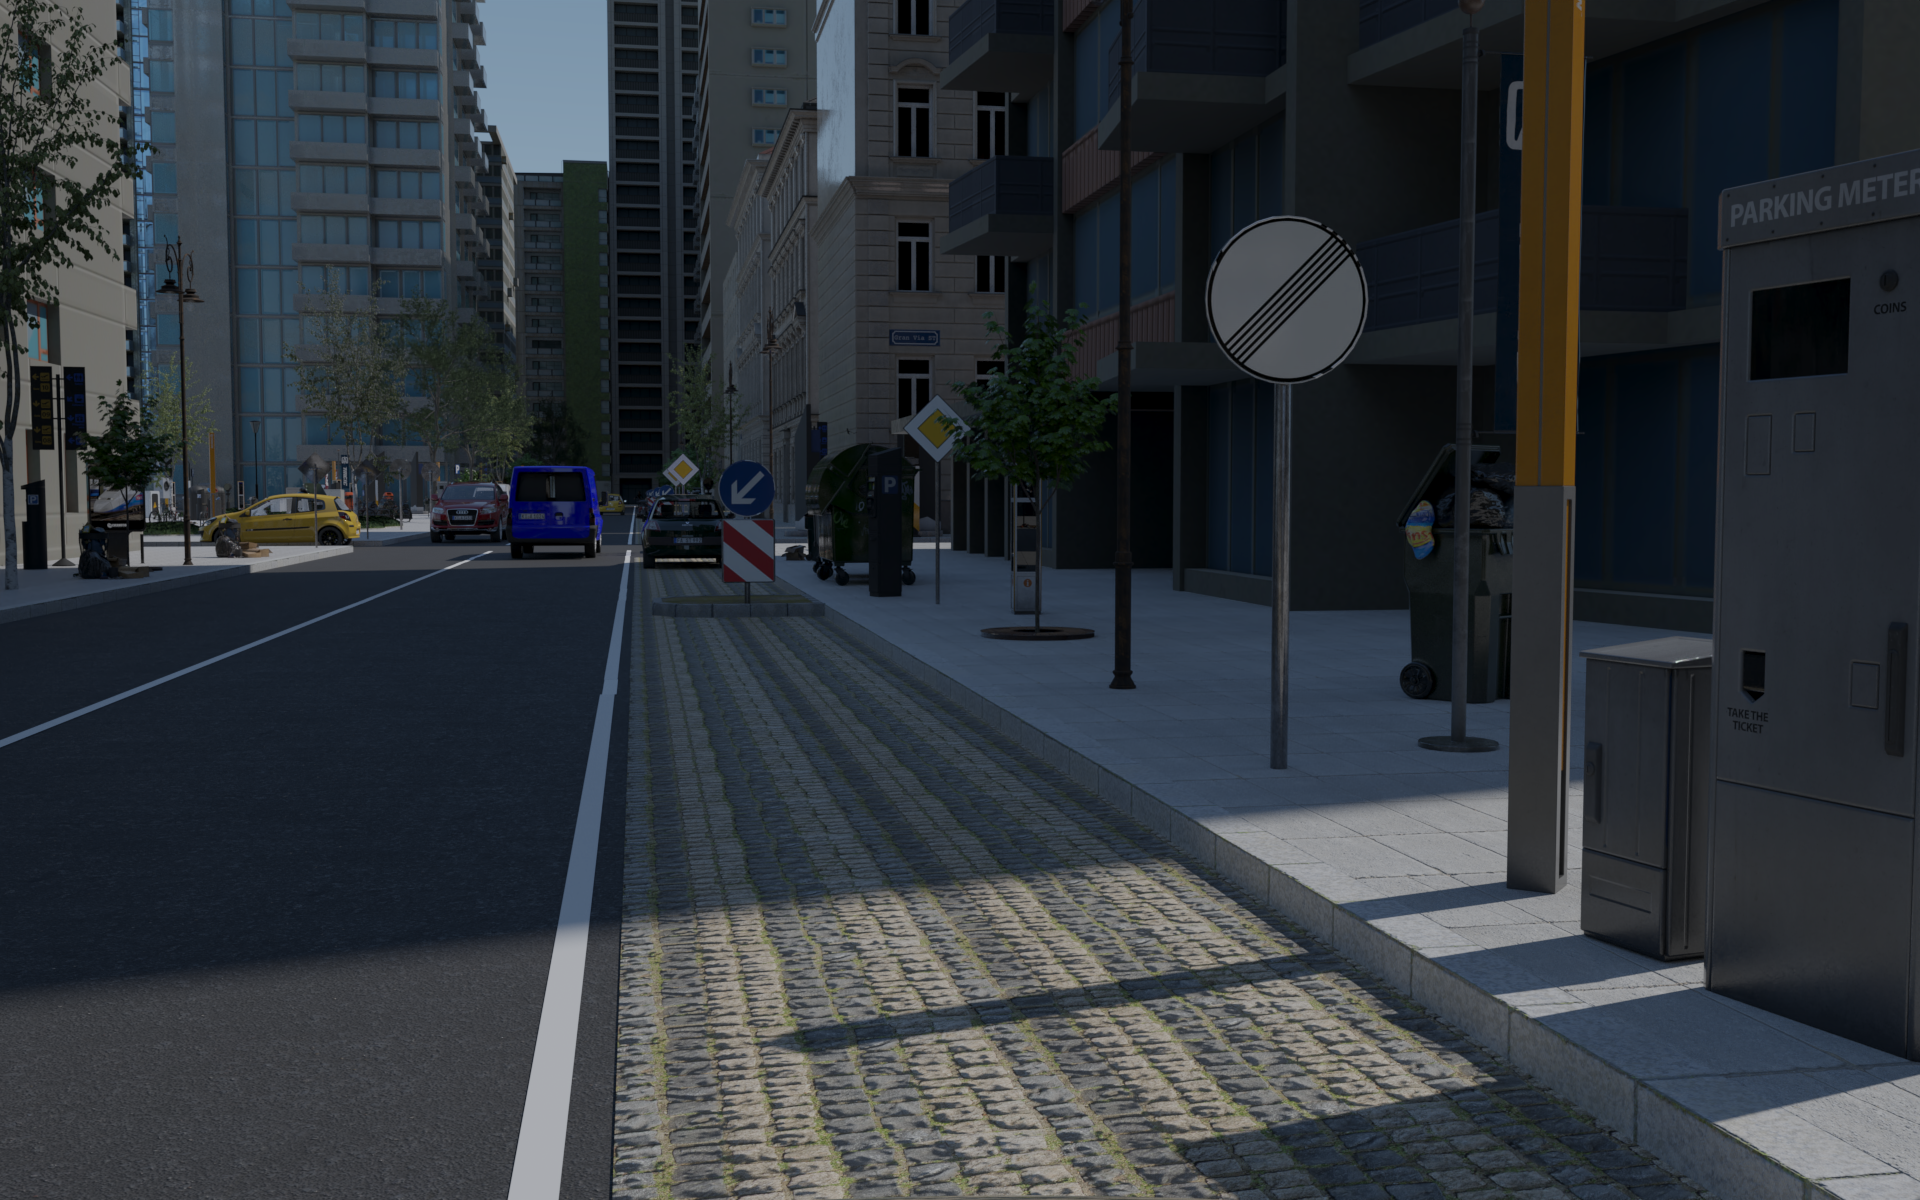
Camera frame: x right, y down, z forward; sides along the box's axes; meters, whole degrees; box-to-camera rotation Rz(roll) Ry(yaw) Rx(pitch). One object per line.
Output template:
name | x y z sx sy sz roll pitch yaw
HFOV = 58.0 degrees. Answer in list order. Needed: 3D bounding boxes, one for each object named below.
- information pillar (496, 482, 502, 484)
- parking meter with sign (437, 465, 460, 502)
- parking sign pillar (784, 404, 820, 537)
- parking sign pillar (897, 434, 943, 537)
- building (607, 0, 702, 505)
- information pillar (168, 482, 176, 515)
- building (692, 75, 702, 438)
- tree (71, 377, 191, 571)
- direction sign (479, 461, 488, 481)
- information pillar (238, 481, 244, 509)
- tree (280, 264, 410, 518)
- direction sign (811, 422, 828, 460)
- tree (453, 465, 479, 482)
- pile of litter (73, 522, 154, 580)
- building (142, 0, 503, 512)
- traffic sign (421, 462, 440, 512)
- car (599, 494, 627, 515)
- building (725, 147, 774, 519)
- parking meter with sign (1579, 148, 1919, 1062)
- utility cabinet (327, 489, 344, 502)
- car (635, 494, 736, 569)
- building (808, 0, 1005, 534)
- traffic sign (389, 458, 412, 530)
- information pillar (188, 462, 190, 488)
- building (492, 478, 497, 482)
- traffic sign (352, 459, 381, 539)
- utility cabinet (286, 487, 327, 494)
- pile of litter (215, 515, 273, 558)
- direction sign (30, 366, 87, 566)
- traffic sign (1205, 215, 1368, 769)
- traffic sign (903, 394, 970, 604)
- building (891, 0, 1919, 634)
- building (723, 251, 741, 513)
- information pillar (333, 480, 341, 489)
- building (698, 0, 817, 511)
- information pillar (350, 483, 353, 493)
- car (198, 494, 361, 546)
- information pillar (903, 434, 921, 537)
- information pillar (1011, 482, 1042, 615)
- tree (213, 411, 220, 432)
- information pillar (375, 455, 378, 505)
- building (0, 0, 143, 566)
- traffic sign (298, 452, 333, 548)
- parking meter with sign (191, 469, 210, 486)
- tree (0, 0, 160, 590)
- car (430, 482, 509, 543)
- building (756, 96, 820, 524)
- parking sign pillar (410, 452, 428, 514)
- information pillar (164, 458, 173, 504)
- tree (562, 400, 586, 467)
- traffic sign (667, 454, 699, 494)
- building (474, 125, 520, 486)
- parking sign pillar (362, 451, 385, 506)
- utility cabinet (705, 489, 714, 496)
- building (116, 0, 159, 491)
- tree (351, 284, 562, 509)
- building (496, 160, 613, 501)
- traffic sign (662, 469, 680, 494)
information pillar | -27.068 -5.953 101.820 0.304 2.012 0.304 -2 4 -26
parking meter with sign | -30.544 -6.500 102.535 1.738 3.016 0.543 1 4 9
parking sign pillar | -4.638 -3.921 52.586 1.447 3.967 1.447 -1 4 -21
parking sign pillar | -1.239 -3.912 52.429 1.447 3.967 1.447 0 4 4
building | -33.699 -47.754 219.021 20.611 71.187 20.563 -1 4 -11
information pillar | -48.877 -6.293 107.379 0.304 2.012 0.304 0 4 7
building | -16.764 -34.502 183.720 23.786 49.044 30.456 -1 4 -11
tree | -14.010 -2.100 28.943 1.663 3.219 1.824 0 3 0
direction sign | -32.740 -7.769 119.022 0.876 3.537 0.379 3 4 38
information pillar | -41.662 -5.864 100.365 0.304 2.012 0.304 -2 4 -26
tree | -19.368 -6.412 55.191 4.360 8.622 3.978 0 3 0
direction sign | -4.548 -3.801 54.151 0.876 3.537 0.379 -2 4 -27
tree | -34.001 -7.687 120.288 1.663 3.219 1.824 0 3 0
pile of litter | -13.092 -0.780 26.720 1.176 0.858 1.719 -1 4 -17
building | -48.661 -31.481 134.326 23.786 49.044 30.456 -1 4 -11
traffic sign | -21.278 -4.254 69.651 0.768 2.556 0.104 0 4 -1
car | -23.760 -6.598 118.093 2.015 1.641 3.980 -1 4 -9
building | -6.974 -16.070 98.898 11.583 22.565 21.152 -1 4 -11
parking meter with sign | 2.247 -0.485 4.199 0.543 3.016 1.738 -1 4 -22
utility cabinet | -29.710 -4.482 81.964 1.173 1.500 0.318 1 4 17
car | -5.466 -1.516 34.575 2.009 1.686 4.222 -1 4 -10
building | 7.546 -16.177 61.750 25.104 27.353 12.463 -1 4 -11
traffic sign | -20.016 -3.784 61.982 0.768 2.556 0.104 -1 4 -10
information pillar | -48.545 -7.184 108.812 0.504 3.616 0.183 2 4 31
building | -64.078 -26.909 211.659 14.107 30.474 14.160 -1 4 -11
traffic sign | -16.797 -2.778 49.069 0.795 2.450 0.064 -1 4 -11
utility cabinet | -22.125 -3.049 58.528 1.173 1.500 0.318 -2 4 -24
pile of litter | -14.655 -1.311 35.393 1.176 0.858 1.719 0 4 -4
direction sign | -15.977 -2.371 30.770 0.876 3.537 0.379 -1 4 -17
traffic sign | 1.492 -0.485 8.028 0.768 2.556 0.104 0 4 -7
traffic sign | -0.263 -1.156 20.085 0.795 2.450 0.064 0 4 -5
building | 11.545 -22.806 27.510 22.147 44.769 28.867 -1 4 -11
building | -10.418 -16.088 117.782 10.420 20.320 16.860 -1 4 -11
information pillar | -32.239 -5.209 89.655 0.304 2.012 0.304 1 4 23
building | -10.495 -31.832 144.151 21.300 48.544 21.600 -1 4 -11
information pillar | -40.655 -6.821 116.014 0.304 2.012 0.304 0 4 7
car | -17.982 -2.176 45.808 3.980 1.641 2.015 -1 4 -10
information pillar | -1.426 -3.664 51.267 0.504 3.616 0.183 -1 4 -18
information pillar | 0.706 -0.856 18.493 0.304 2.012 0.304 0 4 -5
tree | -41.004 -8.549 90.142 4.737 8.622 4.395 0 3 0
information pillar | -34.794 -6.846 103.292 0.183 3.616 0.504 -2 4 -23
building | -30.363 -10.871 22.778 28.899 21.520 27.650 -1 4 -11
traffic sign | -15.332 -2.298 41.219 0.795 2.450 0.064 -1 4 -11
parking meter with sign | -51.934 -7.522 119.245 1.738 3.016 0.543 -1 4 -15
tree | -12.972 -4.439 22.936 4.737 8.622 4.395 0 3 0
car | -14.905 -2.707 52.930 2.281 1.827 5.304 -1 4 -9
building | -3.201 -13.061 78.178 10.561 19.102 19.286 -1 4 -11
parking sign pillar | -34.697 -7.469 110.589 1.447 3.967 1.447 -2 4 -35
information pillar | -50.750 -7.325 111.121 0.504 3.616 0.183 -2 4 -23
tree | -26.037 -9.696 92.945 8.767 10.594 7.601 3 5 42
traffic sign | -6.830 -2.394 42.779 0.795 2.450 0.064 -1 4 -11
building | -57.515 -29.608 175.976 23.993 40.220 32.217 -1 4 -11
parking sign pillar | -36.336 -7.270 107.334 1.447 3.967 1.447 -2 4 -35
utility cabinet | -11.593 -4.373 80.178 0.318 1.500 1.173 -1 4 -15
building | -85.352 -52.670 173.821 31.000 86.520 22.319 -1 4 -11
tree | -23.990 -8.777 77.918 8.767 10.594 7.601 3 4 36
building | -50.261 -32.448 214.126 14.086 41.232 14.154 -1 4 -11
traffic sign | -8.296 -2.874 50.629 0.795 2.450 0.064 -1 4 -11
